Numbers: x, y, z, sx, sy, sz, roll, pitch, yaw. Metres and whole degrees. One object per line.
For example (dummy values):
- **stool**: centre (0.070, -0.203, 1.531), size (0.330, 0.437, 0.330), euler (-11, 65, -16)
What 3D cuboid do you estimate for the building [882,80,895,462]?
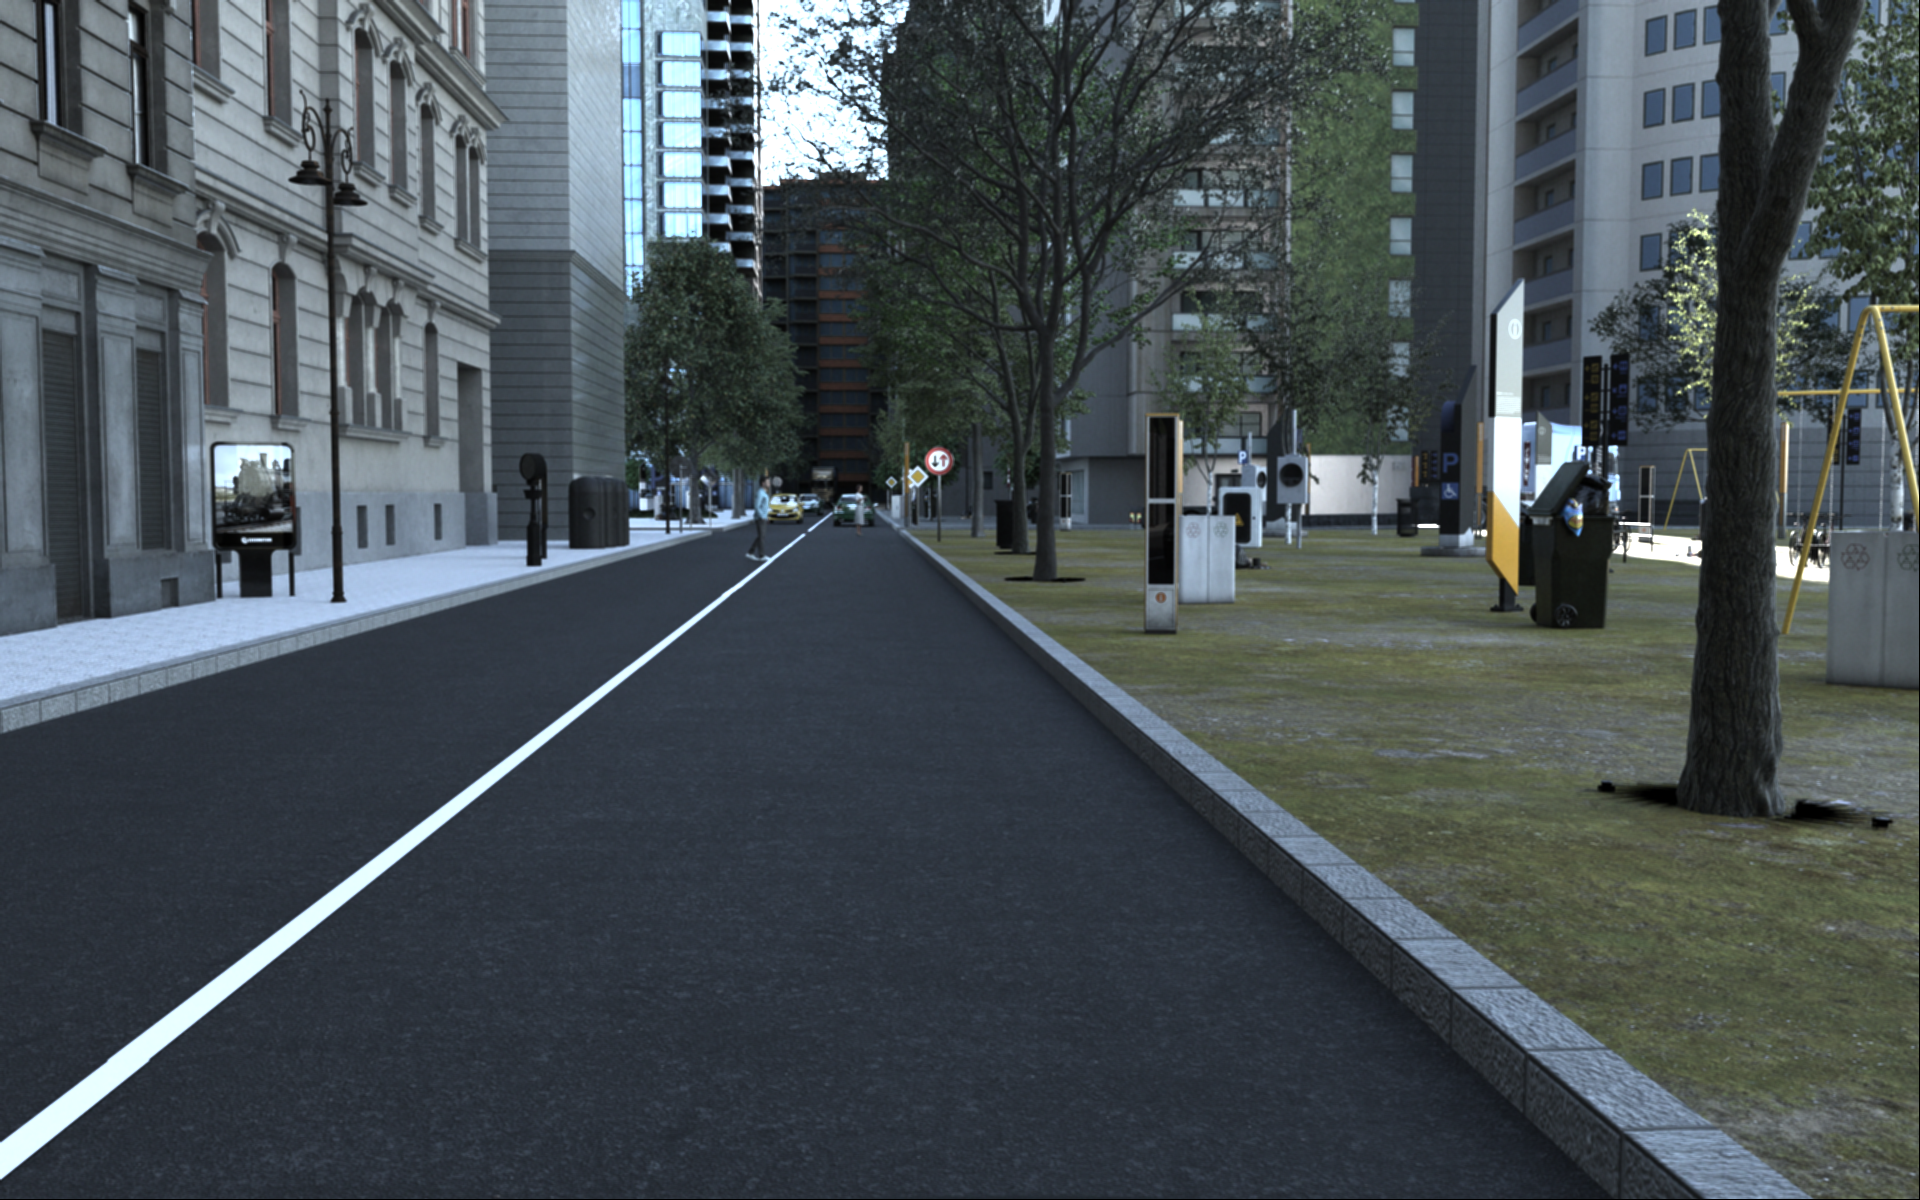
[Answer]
- **building**: centre (5.094, -37.640, 204.645), size (28.713, 52.752, 27.495), euler (0, 4, -3)

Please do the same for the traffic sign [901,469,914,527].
- **traffic sign**: centre (-1.945, -3.950, 68.219), size (0.795, 2.450, 0.064), euler (0, 4, -3)

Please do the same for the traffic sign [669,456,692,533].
- **traffic sign**: centre (-9.257, -3.503, 57.387), size (0.768, 2.556, 0.104), euler (0, 4, 5)

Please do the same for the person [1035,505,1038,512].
- **person**: centre (3.225, -3.495, 66.226), size (0.593, 1.750, 0.643), euler (2, 4, 35)

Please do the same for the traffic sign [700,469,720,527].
- **traffic sign**: centre (-9.777, -3.922, 67.773), size (0.795, 2.450, 0.064), euler (0, 4, -3)

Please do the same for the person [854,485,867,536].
- **person**: centre (-3.403, -3.108, 59.892), size (0.524, 1.755, 0.480), euler (1, 4, 18)

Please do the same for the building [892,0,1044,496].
- **building**: centre (3.228, -45.362, 179.921), size (20.563, 71.187, 20.611), euler (0, 4, -3)

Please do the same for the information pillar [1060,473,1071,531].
- **information pillar**: centre (3.673, -3.412, 60.277), size (0.304, 2.012, 0.304), euler (2, 4, 30)

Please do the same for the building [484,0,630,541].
- **building**: centre (-25.700, -16.766, 51.624), size (29.804, 29.767, 11.434), euler (0, 4, -3)

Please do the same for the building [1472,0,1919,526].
- **building**: centre (40.343, -32.799, 78.259), size (28.212, 58.520, 21.231), euler (0, 4, -3)

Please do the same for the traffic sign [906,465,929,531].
- **traffic sign**: centre (-1.468, -3.462, 60.248), size (0.795, 2.450, 0.064), euler (0, 4, -3)

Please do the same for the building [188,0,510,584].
- **building**: centre (-17.322, -14.950, 31.826), size (14.401, 28.519, 23.554), euler (0, 4, -3)

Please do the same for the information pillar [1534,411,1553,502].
- **information pillar**: centre (16.425, -3.514, 48.806), size (0.504, 3.616, 0.183), euler (-1, 4, -12)

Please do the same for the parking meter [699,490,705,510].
- **parking meter**: centre (-15.813, -5.975, 106.096), size (0.372, 1.533, 0.369), euler (0, 3, 0)

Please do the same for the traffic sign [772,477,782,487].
- **traffic sign**: centre (-13.439, -7.785, 127.384), size (0.768, 2.556, 0.104), euler (0, 4, 6)

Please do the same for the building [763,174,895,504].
- **building**: centre (-16.731, -35.677, 237.947), size (28.867, 44.769, 22.147), euler (0, 4, -3)

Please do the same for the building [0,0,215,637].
- **building**: centre (-13.075, -9.897, 10.967), size (9.793, 20.994, 18.267), euler (0, 4, -3)

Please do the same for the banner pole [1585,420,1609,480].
- **banner pole**: centre (18.884, -3.764, 51.563), size (0.863, 3.779, 0.401), euler (2, 4, 32)

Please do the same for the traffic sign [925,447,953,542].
- **traffic sign**: centre (-0.559, -2.840, 46.532), size (0.768, 2.556, 0.104), euler (0, 4, -2)

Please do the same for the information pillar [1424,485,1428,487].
- **information pillar**: centre (36.536, -8.027, 135.736), size (0.304, 2.012, 0.304), euler (-2, 4, -27)

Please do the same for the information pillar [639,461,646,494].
- **information pillar**: centre (-22.356, -7.993, 122.035), size (0.183, 3.616, 0.504), euler (3, 5, 44)

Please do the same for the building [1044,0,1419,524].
- **building**: centre (11.278, -24.031, 76.509), size (14.086, 41.232, 14.154), euler (0, 4, -3)

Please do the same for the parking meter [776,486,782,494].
- **parking meter**: centre (-13.224, -7.383, 126.420), size (0.399, 1.863, 0.255), euler (3, 5, 44)

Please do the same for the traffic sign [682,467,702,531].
- **traffic sign**: centre (-9.300, -3.435, 59.802), size (0.795, 2.450, 0.064), euler (0, 4, -3)

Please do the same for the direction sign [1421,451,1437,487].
- **direction sign**: centre (24.572, -6.041, 90.763), size (0.876, 3.537, 0.379), euler (-1, 4, -11)

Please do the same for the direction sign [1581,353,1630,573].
- **direction sign**: centre (10.530, -2.221, 28.314), size (0.379, 3.537, 0.876), euler (-2, 4, -32)

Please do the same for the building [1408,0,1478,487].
- **building**: centre (55.256, -47.232, 210.491), size (20.611, 71.187, 20.563), euler (0, 4, -3)

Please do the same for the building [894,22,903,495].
- **building**: centre (0.890, -31.378, 163.145), size (14.600, 45.320, 14.200), euler (0, 4, -3)

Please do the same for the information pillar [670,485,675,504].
- **information pillar**: centre (-22.519, -8.033, 135.830), size (0.304, 2.012, 0.304), euler (-1, 4, -21)

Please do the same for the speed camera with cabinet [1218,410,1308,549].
- **speed camera with cabinet**: centre (7.127, -2.838, 40.744), size (2.038, 3.252, 0.660), euler (1, 4, 16)

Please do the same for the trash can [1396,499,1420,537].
- **trash can**: centre (13.418, -2.462, 51.912), size (0.748, 1.137, 0.748), euler (0, 3, 0)

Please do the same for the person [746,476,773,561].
- **person**: centre (-4.334, -1.764, 37.360), size (0.620, 1.820, 0.660), euler (0, 4, -2)

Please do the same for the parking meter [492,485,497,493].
- **parking meter**: centre (-12.738, -2.357, 46.942), size (0.372, 1.533, 0.369), euler (0, 3, 0)

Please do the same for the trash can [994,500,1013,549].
- **trash can**: centre (1.158, -1.768, 40.561), size (0.748, 1.137, 0.748), euler (0, 3, 0)

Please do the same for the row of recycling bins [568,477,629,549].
- **row of recycling bins**: centre (-8.726, -2.144, 42.163), size (1.069, 1.692, 3.534), euler (0, 4, 1)

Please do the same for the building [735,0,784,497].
- **building**: centre (-29.241, -45.514, 182.410), size (20.563, 71.187, 20.611), euler (0, 4, -3)

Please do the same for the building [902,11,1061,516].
- **building**: centre (3.368, -20.570, 108.014), size (14.160, 30.474, 14.107), euler (0, 4, -3)

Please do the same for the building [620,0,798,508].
- **building**: centre (-35.214, -54.517, 204.031), size (31.000, 86.520, 22.319), euler (0, 4, -3)

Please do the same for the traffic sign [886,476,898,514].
- **traffic sign**: centre (-4.353, -6.666, 110.181), size (0.795, 2.450, 0.064), euler (0, 4, 2)

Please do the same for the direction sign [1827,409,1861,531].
- **direction sign**: centre (23.577, -3.319, 46.265), size (0.379, 3.537, 0.876), euler (-3, 4, -36)
